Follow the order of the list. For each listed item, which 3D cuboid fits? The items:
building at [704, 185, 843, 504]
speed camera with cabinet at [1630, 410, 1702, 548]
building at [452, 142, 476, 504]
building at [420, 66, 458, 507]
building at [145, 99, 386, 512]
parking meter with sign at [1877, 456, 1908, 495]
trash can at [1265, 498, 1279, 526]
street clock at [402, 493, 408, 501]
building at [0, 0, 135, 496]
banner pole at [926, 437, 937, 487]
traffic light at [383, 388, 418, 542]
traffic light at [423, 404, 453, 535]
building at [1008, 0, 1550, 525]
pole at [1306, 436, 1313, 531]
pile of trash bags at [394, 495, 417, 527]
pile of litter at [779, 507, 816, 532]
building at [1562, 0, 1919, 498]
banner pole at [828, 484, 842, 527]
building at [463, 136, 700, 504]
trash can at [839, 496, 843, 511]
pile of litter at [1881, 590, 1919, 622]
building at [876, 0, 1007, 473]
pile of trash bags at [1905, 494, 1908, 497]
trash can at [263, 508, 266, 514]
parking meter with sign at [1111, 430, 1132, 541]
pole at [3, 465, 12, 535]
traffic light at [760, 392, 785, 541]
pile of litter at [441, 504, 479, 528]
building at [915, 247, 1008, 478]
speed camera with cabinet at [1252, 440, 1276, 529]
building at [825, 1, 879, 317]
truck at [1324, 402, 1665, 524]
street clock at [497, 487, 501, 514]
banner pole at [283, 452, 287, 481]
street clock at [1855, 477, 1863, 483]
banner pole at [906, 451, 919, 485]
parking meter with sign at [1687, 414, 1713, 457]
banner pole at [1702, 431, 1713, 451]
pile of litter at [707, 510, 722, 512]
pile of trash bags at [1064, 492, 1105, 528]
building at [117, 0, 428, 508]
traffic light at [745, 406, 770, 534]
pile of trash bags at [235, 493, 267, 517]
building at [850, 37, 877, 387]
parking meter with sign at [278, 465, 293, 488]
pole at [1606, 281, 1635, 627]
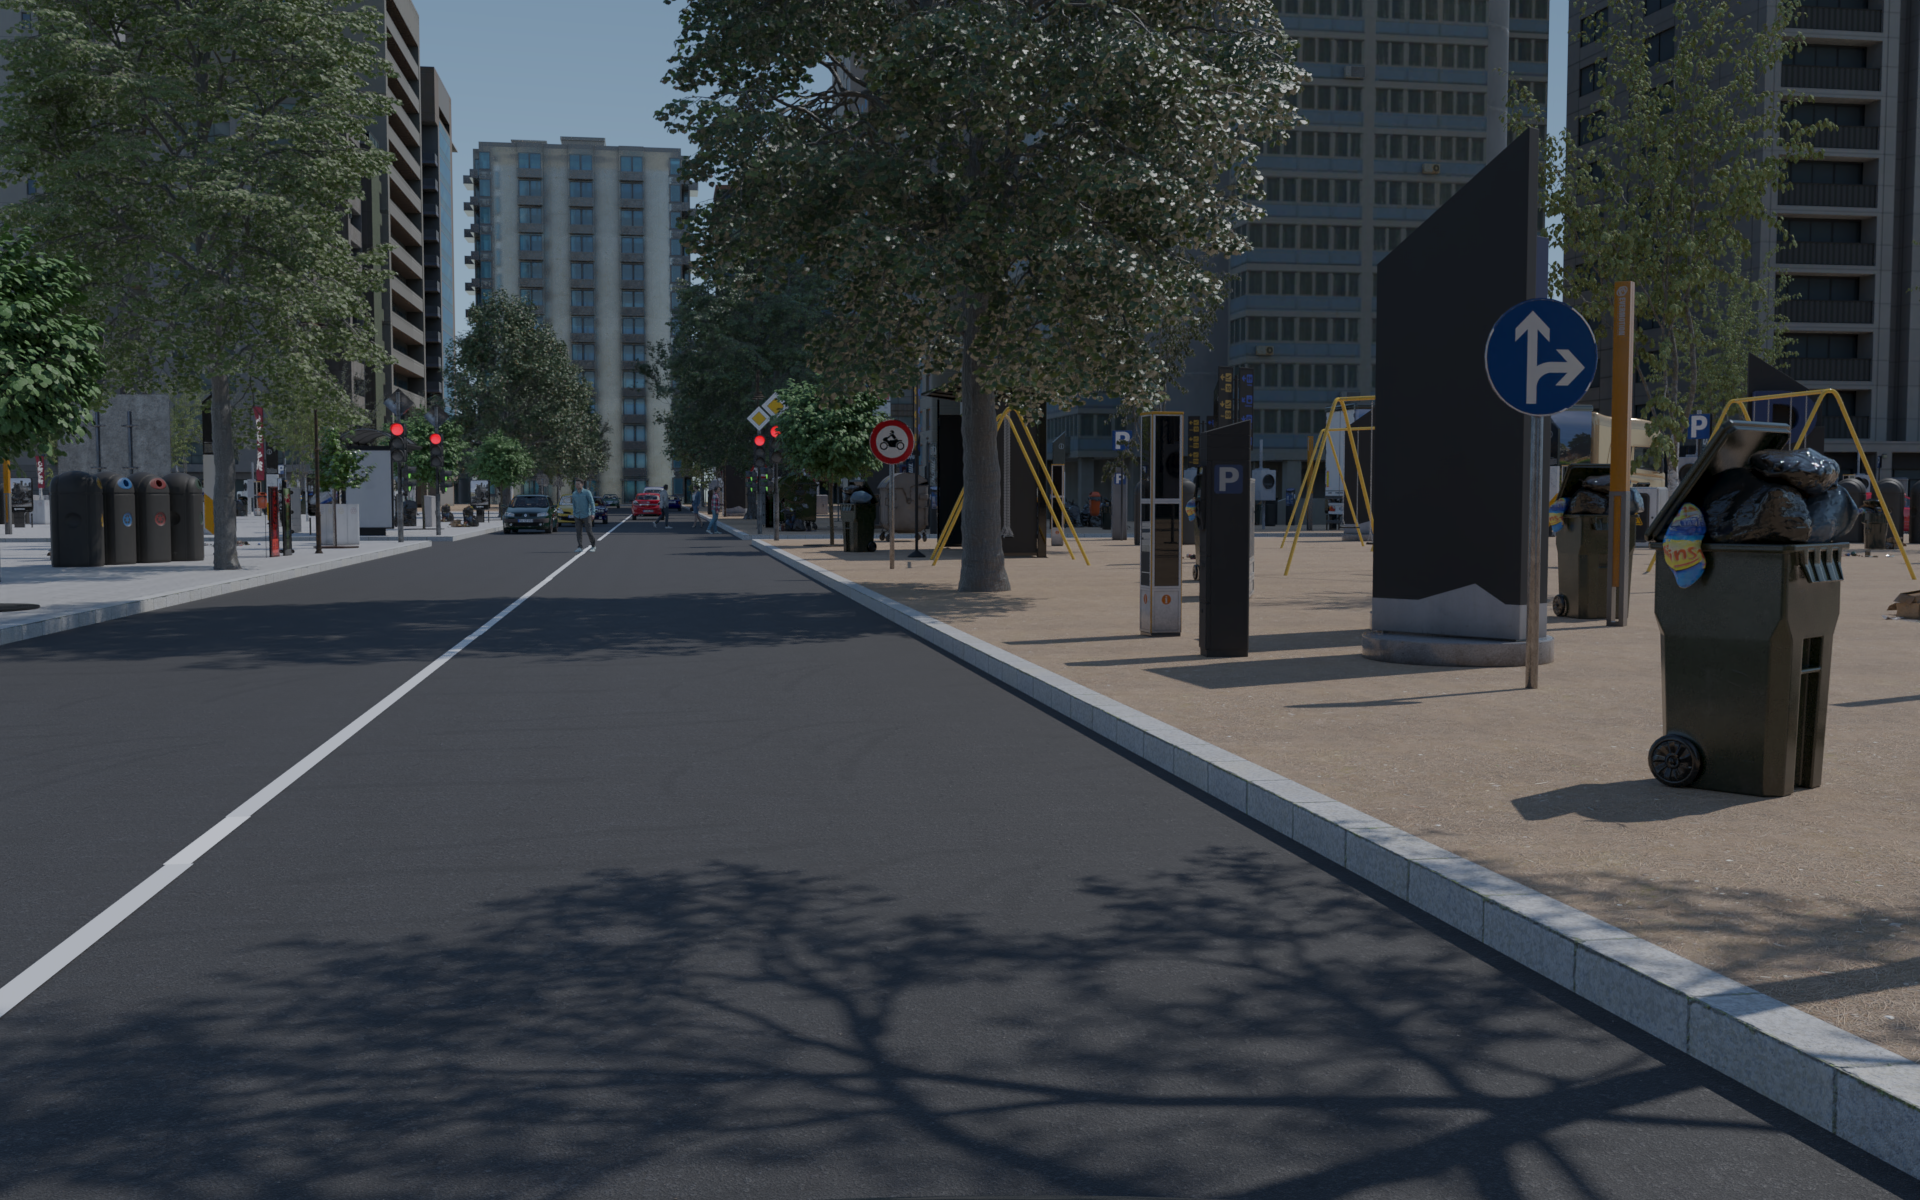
[{"bbox_3d":[-20.977,-35.716,238.585,28.867,44.769,22.147,-1,4,-10],"label":"building"},{"bbox_3d":[16.788,-2.868,41.221,0.660,3.252,2.038,-3,5,-44],"label":"speed camera with cabinet"},{"bbox_3d":[-80.212,-39.260,231.137,27.495,52.752,28.713,-1,4,-10],"label":"building"},{"bbox_3d":[-60.029,-32.274,177.789,14.200,45.320,14.600,-1,4,-10],"label":"building"},{"bbox_3d":[-51.939,-21.971,130.928,14.160,30.474,14.107,-1,4,-10],"label":"building"},{"bbox_3d":[42.663,-5.042,78.697,1.738,3.016,0.543,1,4,17],"label":"parking meter with sign"},{"bbox_3d":[12.334,-3.503,68.934,0.748,1.137,0.748,0,3,0],"label":"trash can"},{"bbox_3d":[-24.938,-4.490,77.976,0.471,2.002,0.358,2,4,34],"label":"street clock"},{"bbox_3d":[-94.291,-38.278,167.845,28.212,58.520,21.231,-1,4,-10],"label":"building"},{"bbox_3d":[-1.270,-5.232,75.566,0.401,3.779,0.863,-3,5,-40],"label":"banner pole"},{"bbox_3d":[-14.841,-3.486,45.912,0.839,4.253,0.868,-1,4,-10],"label":"traffic light"},{"bbox_3d":[-16.209,-3.967,53.780,0.839,4.253,0.868,-1,4,-10],"label":"traffic light"},{"bbox_3d":[15.725,-24.196,87.482,23.993,40.220,32.217,-1,4,-10],"label":"building"},{"bbox_3d":[12.304,-4.101,60.889,0.158,3.312,0.155,0,3,0],"label":"pole"},{"bbox_3d":[-22.471,-3.593,68.493,1.912,1.369,3.447,-1,4,-14],"label":"pile of trash bags"},{"bbox_3d":[-5.772,-2.791,59.593,1.719,0.858,1.176,3,4,36],"label":"pile of litter"},{"bbox_3d":[46.068,-39.795,88.898,20.611,71.187,20.563,-1,4,-10],"label":"building"},{"bbox_3d":[-4.889,-4.684,66.592,0.401,3.779,0.863,-1,4,-10],"label":"banner pole"},{"bbox_3d":[-50.827,-37.635,234.942,30.456,49.044,23.786,-1,4,-10],"label":"building"},{"bbox_3d":[-8.433,-6.990,125.933,0.748,1.137,0.748,0,3,0],"label":"trash can"},{"bbox_3d":[10.184,-0.244,17.962,1.719,0.858,1.176,-1,4,-23],"label":"pile of litter"},{"bbox_3d":[-0.205,-28.261,145.660,14.154,41.232,14.086,-1,4,-10],"label":"building"},{"bbox_3d":[36.772,-3.507,67.095,1.912,1.369,3.447,3,5,41],"label":"pile of trash bags"},{"bbox_3d":[-43.053,-5.882,107.823,0.748,1.137,0.748,0,3,0],"label":"trash can"},{"bbox_3d":[4.466,-3.184,48.321,0.543,3.016,1.738,0,4,2],"label":"parking meter with sign"},{"bbox_3d":[-30.180,-3.731,54.845,0.158,3.312,0.155,0,3,0],"label":"pole"},{"bbox_3d":[-5.078,-3.590,47.619,0.839,4.253,0.868,-1,4,-10],"label":"traffic light"},{"bbox_3d":[-19.355,-3.261,67.280,1.176,0.858,1.719,2,4,24],"label":"pile of litter"},{"bbox_3d":[12.622,-16.854,120.598,27.650,21.520,28.899,-1,4,-10],"label":"building"},{"bbox_3d":[10.402,-4.162,62.388,2.038,3.252,0.660,-2,4,-28],"label":"speed camera with cabinet"},{"bbox_3d":[1.319,-36.225,181.512,28.713,52.752,27.495,-1,4,-10],"label":"building"},{"bbox_3d":[17.341,-4.043,55.013,11.283,4.237,2.839,-1,4,-10],"label":"truck"},{"bbox_3d":[-27.915,-6.161,105.296,0.358,2.002,0.471,2,4,31],"label":"street clock"},{"bbox_3d":[-39.339,-6.787,100.982,0.401,3.779,0.863,-2,4,-31],"label":"banner pole"},{"bbox_3d":[37.669,-4.175,72.835,0.471,2.002,0.358,0,4,-6],"label":"street clock"},{"bbox_3d":[-2.270,-5.831,85.361,0.863,3.779,0.401,1,4,11],"label":"banner pole"},{"bbox_3d":[16.803,-2.565,38.196,1.738,3.016,0.543,-2,4,-32],"label":"parking meter with sign"},{"bbox_3d":[25.955,-4.310,60.489,0.401,3.779,0.863,-2,4,-35],"label":"banner pole"},{"bbox_3d":[-17.460,-6.725,123.916,1.176,0.858,1.719,-1,4,-19],"label":"pile of litter"},{"bbox_3d":[4.884,-3.490,66.816,1.912,1.369,3.447,-1,4,-9],"label":"pile of trash bags"},{"bbox_3d":[-58.227,-32.049,147.703,21.300,48.544,21.600,-1,4,-10],"label":"building"},{"bbox_3d":[-6.446,-4.071,55.487,0.839,4.253,0.868,-1,4,-10],"label":"traffic light"},{"bbox_3d":[-41.282,-5.450,98.853,3.447,1.369,1.912,-3,5,-40],"label":"pile of trash bags"},{"bbox_3d":[-2.422,-31.184,159.971,14.600,45.320,14.200,-1,4,-10],"label":"building"},{"bbox_3d":[-40.375,-6.594,104.070,0.543,3.016,1.738,0,4,3],"label":"parking meter with sign"},{"bbox_3d":[6.386,-1.400,16.740,0.158,3.312,0.155,0,3,0],"label":"pole"}]
